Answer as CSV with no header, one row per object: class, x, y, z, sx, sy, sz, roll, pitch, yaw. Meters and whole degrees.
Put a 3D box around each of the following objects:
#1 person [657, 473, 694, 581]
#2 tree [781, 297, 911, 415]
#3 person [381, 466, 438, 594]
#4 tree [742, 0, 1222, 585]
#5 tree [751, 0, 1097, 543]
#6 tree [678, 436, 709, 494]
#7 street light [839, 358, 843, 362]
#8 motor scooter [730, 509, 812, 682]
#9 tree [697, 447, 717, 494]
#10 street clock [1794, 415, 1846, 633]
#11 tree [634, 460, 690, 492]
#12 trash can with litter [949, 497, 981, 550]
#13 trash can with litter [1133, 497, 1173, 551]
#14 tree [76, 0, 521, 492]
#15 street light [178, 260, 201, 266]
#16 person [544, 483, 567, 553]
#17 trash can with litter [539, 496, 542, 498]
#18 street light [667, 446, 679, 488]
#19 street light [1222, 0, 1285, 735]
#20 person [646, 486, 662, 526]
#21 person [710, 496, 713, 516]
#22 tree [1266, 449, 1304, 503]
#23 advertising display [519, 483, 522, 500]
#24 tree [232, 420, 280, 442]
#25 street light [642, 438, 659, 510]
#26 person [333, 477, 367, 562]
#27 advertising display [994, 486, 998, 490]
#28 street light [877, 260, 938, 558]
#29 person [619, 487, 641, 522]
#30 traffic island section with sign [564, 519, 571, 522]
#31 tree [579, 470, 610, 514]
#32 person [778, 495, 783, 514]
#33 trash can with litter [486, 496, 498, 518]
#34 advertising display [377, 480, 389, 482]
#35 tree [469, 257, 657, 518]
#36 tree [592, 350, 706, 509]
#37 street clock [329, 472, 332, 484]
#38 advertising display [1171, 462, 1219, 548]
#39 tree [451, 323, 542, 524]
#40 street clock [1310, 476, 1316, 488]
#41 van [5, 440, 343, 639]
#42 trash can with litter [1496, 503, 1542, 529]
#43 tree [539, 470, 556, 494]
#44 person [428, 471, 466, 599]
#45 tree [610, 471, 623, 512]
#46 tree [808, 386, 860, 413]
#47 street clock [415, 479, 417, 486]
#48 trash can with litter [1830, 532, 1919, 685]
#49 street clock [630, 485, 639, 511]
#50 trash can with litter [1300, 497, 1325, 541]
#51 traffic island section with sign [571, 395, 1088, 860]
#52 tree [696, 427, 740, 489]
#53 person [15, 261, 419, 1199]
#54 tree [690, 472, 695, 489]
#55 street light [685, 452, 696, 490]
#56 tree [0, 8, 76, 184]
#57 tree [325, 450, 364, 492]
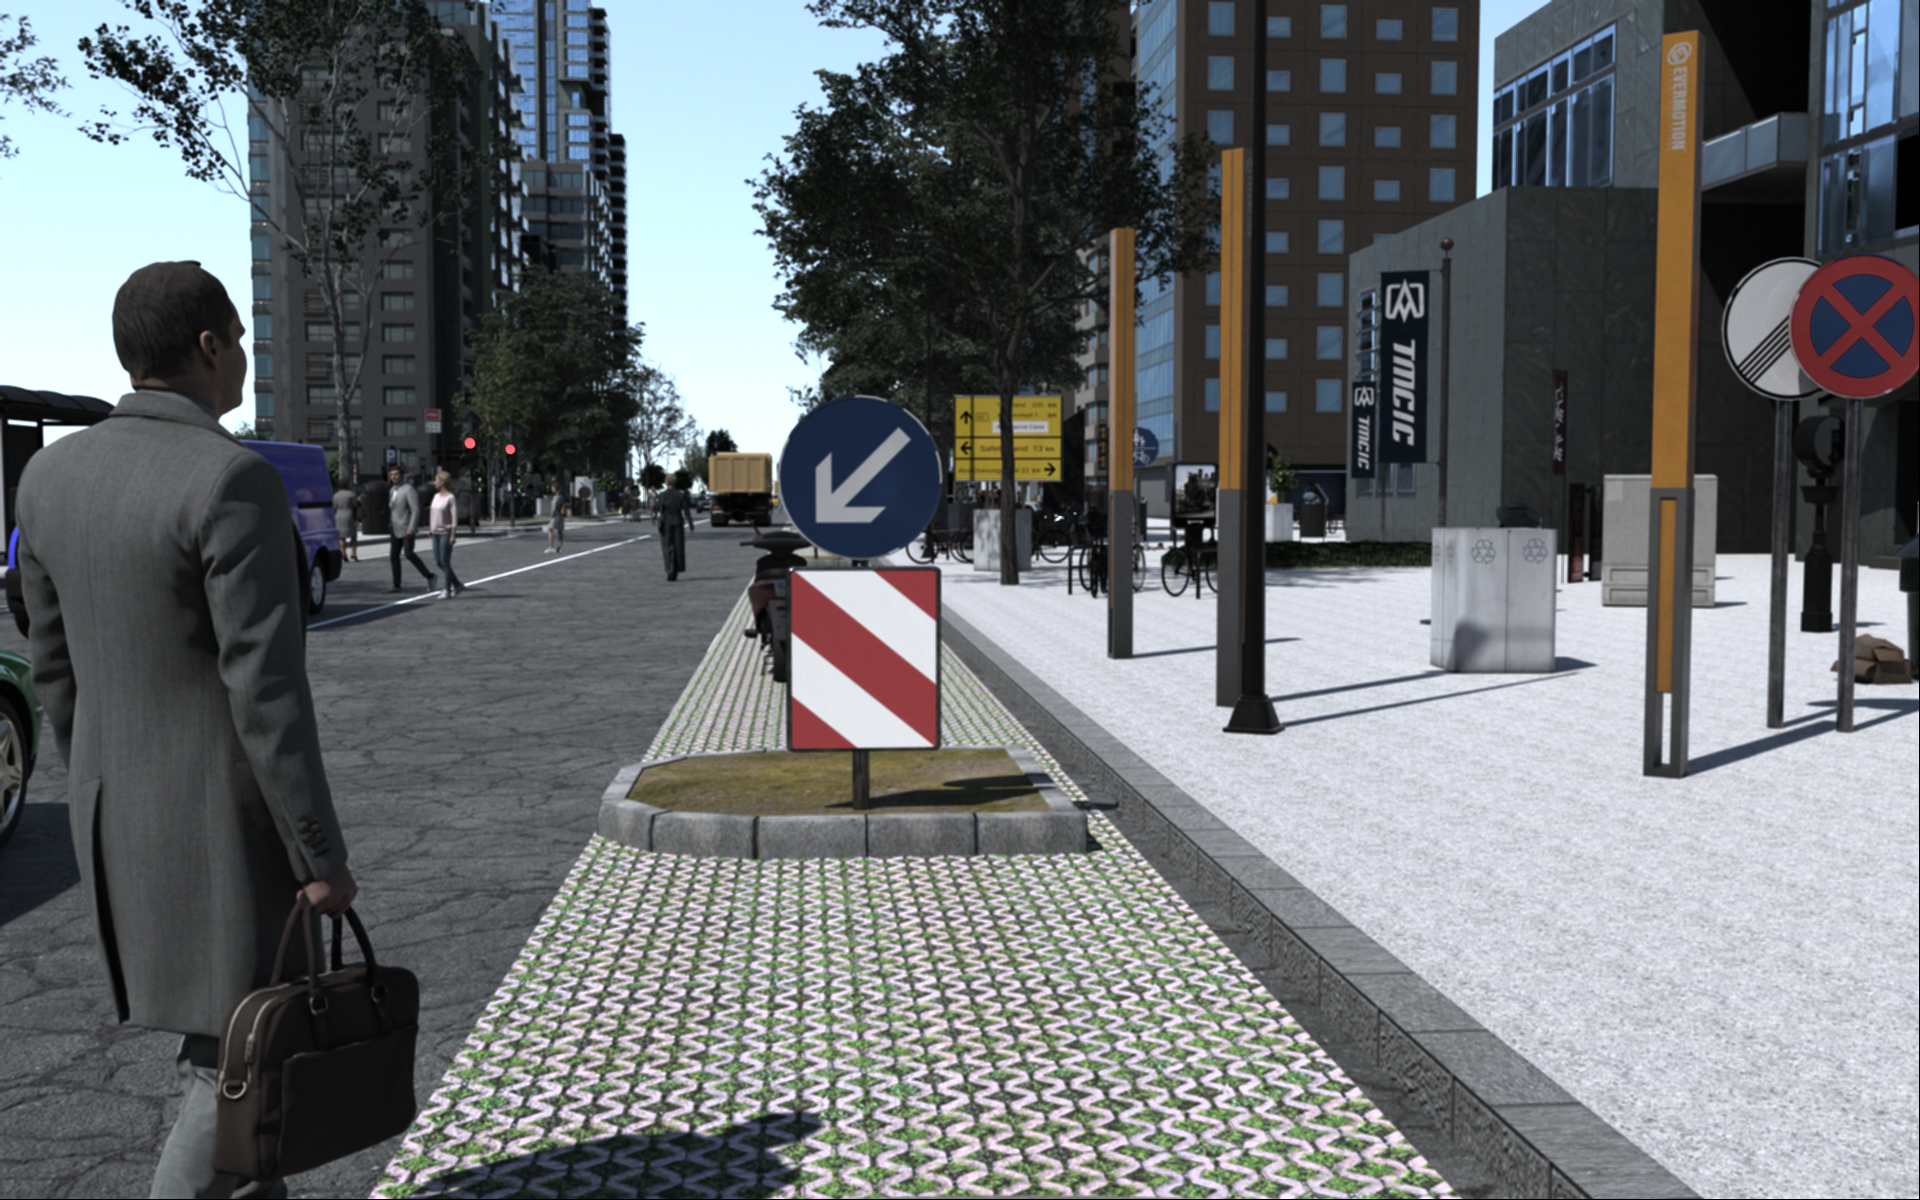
person,-4.724,-1.207,28.650,0.576,1.772,0.534,-2,4,-34
tree,-9.893,-18.371,156.258,12.611,20.169,13.585,0,3,0
person,-8.019,-1.027,25.134,0.661,1.843,0.795,3,5,41
tree,0.414,-5.482,24.044,7.601,10.594,8.767,-3,4,-37
tree,-0.593,-8.498,45.593,9.857,13.997,8.962,0,3,0
tree,-35.389,-17.336,233.809,4.737,8.622,4.395,0,3,0
street light,-3.501,-5.313,59.405,1.470,5.913,1.316,0,4,-5
motor scooter,-1.418,-0.063,13.807,0.815,1.314,1.986,0,4,-6
tree,-38.480,-19.215,264.522,4.360,8.622,3.978,0,3,0
street clock,7.969,-0.703,16.057,0.471,2.002,0.358,-1,4,-23
tree,-28.610,-10.896,161.859,4.285,4.588,4.351,0,3,0
trash can with litter,0.575,-1.759,39.816,2.233,1.210,1.678,1,4,19
trash can with litter,4.456,-1.784,40.230,1.678,1.210,2.233,2,4,31
tree,-18.691,-11.809,48.958,12.611,20.169,13.585,0,3,0
street light,-15.750,-3.787,34.465,1.470,5.913,1.316,0,4,-5
person,-9.888,-2.018,42.497,0.522,1.701,0.512,0,4,8
trash can with litter,-27.039,-6.038,110.111,1.055,1.170,0.624,0,4,-5
street light,-27.727,-11.924,167.497,1.470,5.913,1.316,0,4,-5
street light,1.054,-2.240,9.173,1.470,5.913,1.316,0,4,-5
person,-13.913,-4.289,78.740,0.709,1.813,0.853,-3,4,-36
person,-15.543,-5.864,108.628,0.306,1.304,0.590,-1,4,-15
tree,13.724,-4.886,74.487,1.663,3.219,1.824,0,3,0
advertising display,-25.985,-5.905,101.766,0.123,1.923,0.974,1,4,9
tree,-31.617,-5.694,76.813,4.285,4.588,4.351,0,3,0
street light,-25.375,-10.378,142.215,1.470,5.913,1.316,0,4,-5
person,-12.882,-1.704,36.714,0.716,1.782,0.532,1,4,10
advertising display,2.407,-7.834,133.301,0.974,1.923,0.123,0,4,0
street light,-1.161,-3.793,34.564,1.470,5.913,1.316,0,4,-5
person,-16.813,-4.855,88.094,0.699,1.804,1.509,-2,4,-31
traffic island section with sign,-19.145,-4.881,88.435,1.989,1.847,2.006,0,4,-5
tree,-24.176,-7.288,113.765,1.663,3.219,1.824,0,3,0
person,-13.116,-7.160,126.405,0.643,1.720,0.563,-3,4,-37
trash can with litter,-24.927,-4.922,91.863,0.624,1.170,1.055,-3,5,-42
advertising display,-27.094,-4.667,81.525,0.123,1.923,0.974,1,4,20
tree,-21.758,-11.486,94.443,9.857,13.997,8.962,0,3,0
tree,-27.057,-14.595,148.993,12.009,13.543,11.850,0,3,0
street clock,-20.864,-3.207,56.997,0.358,2.002,0.471,1,4,10
advertising display,4.793,-1.852,35.491,0.974,1.923,0.123,-1,4,-18
tree,-20.171,-7.612,74.813,4.737,8.622,4.395,0,3,0
street clock,14.482,-4.072,71.147,0.358,2.002,0.471,1,4,12
van,-8.469,-0.892,18.965,2.240,2.365,5.245,0,4,-4
trash can with litter,7.240,-0.661,22.193,0.624,1.170,1.055,0,4,5
tree,-33.064,-8.836,139.065,1.663,3.219,1.824,0,3,0
person,-7.032,-0.891,23.735,0.731,1.740,0.598,2,4,30
tree,-24.579,-7.806,122.230,1.663,3.219,1.824,0,3,0
tree,-6.504,-9.222,101.138,4.737,8.622,4.395,0,3,0
street clock,-23.185,-4.193,73.121,0.471,2.002,0.358,1,4,19
trash can with litter,6.555,-0.024,11.780,1.055,1.170,0.624,-1,4,-14
street clock,-25.699,-8.126,137.432,0.471,2.002,0.358,-2,4,-24
trash can with litter,7.984,-1.606,37.314,2.233,1.210,1.678,1,4,12
traffic island section with sign,-0.569,0.056,7.710,1.989,1.847,2.006,0,4,-5
tree,-40.498,-22.988,292.854,9.611,12.733,9.660,0,3,0
person,-1.236,0.348,2.908,0.694,1.812,0.767,2,4,28
tree,-32.406,-13.304,201.240,4.285,4.588,4.351,0,3,0
street light,-29.966,-13.463,192.666,1.470,5.913,1.316,0,4,-5
tree,-16.066,-6.697,19.869,12.009,13.543,11.850,0,3,0
tree,-46.093,-8.874,128.811,4.285,4.588,4.351,0,3,0
